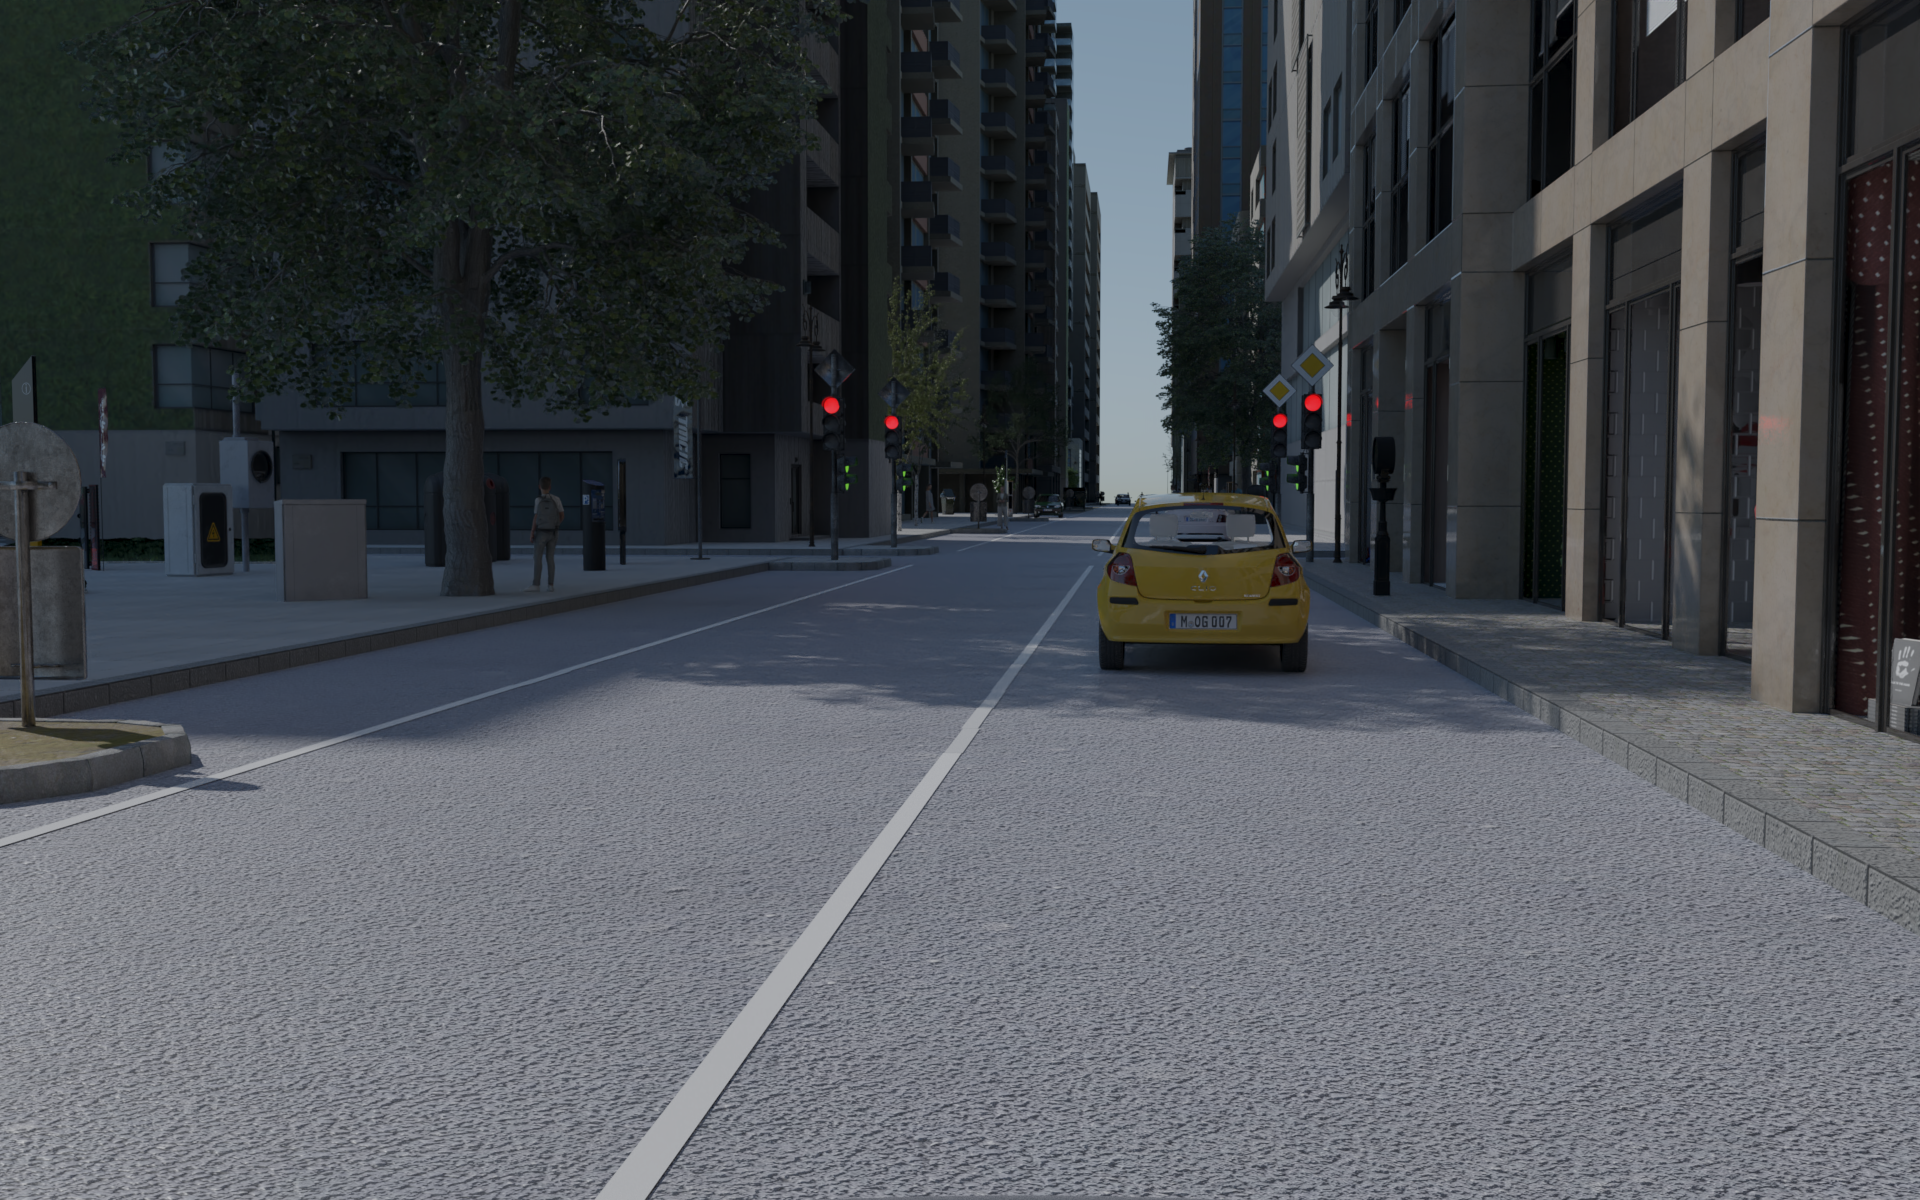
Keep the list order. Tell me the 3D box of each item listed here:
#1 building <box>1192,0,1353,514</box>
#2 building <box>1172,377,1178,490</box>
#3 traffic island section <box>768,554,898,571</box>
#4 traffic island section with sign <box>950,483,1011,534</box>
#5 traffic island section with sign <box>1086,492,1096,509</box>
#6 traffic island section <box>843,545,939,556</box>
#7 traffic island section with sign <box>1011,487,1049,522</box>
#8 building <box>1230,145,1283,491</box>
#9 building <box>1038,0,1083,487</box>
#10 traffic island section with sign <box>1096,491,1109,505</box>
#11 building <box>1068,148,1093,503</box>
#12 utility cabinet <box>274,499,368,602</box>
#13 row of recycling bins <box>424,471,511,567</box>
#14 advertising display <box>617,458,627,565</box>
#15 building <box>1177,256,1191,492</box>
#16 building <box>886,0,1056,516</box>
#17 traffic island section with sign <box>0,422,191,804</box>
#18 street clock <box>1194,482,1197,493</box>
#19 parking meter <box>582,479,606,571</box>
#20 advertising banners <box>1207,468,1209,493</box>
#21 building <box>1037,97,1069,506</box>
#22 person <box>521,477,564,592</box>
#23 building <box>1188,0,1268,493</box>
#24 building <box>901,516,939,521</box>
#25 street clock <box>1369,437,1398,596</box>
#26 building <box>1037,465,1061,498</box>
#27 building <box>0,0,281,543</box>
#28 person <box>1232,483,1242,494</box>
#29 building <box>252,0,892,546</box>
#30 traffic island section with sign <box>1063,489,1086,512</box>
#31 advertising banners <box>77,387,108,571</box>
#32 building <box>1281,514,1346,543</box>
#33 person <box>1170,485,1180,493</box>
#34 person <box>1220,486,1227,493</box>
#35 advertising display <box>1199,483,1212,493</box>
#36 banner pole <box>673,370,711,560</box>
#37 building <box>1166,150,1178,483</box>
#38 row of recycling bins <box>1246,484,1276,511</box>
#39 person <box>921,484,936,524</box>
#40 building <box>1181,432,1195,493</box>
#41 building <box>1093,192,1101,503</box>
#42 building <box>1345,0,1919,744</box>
[{"bbox_3d":[33.037,-33.907,143.623,28.713,52.752,27.495,0,4,6],"label":"building"},{"bbox_3d":[42.448,-23.594,230.800,27.650,21.520,28.899,0,4,6],"label":"building"},{"bbox_3d":[-2.458,-0.699,33.703,2.009,0.180,2.903,0,4,6],"label":"traffic island section"},{"bbox_3d":[0.716,-3.354,63.464,1.989,1.847,2.006,0,4,6],"label":"traffic island section with sign"},{"bbox_3d":[11.897,-9.744,167.942,1.989,1.847,2.006,0,4,6],"label":"traffic island section with sign"},{"bbox_3d":[-1.609,-1.184,41.643,2.009,0.180,2.903,0,4,6],"label":"traffic island section"},{"bbox_3d":[3.657,-5.031,90.892,1.989,1.847,2.006,0,4,6],"label":"traffic island section with sign"},{"bbox_3d":[30.160,-15.532,98.994,27.650,21.520,28.899,0,4,6],"label":"building"},{"bbox_3d":[4.334,-55.141,214.229,22.319,86.520,31.000,0,4,6],"label":"building"},{"bbox_3d":[17.752,-13.094,222.707,1.989,1.847,2.006,0,4,6],"label":"traffic island section with sign"},{"bbox_3d":[7.157,-37.812,241.925,21.300,48.544,21.600,0,4,6],"label":"building"},{"bbox_3d":[-7.738,-0.601,20.982,1.020,1.237,0.306,-3,5,-41],"label":"utility cabinet"},{"bbox_3d":[-9.155,-1.530,32.136,1.069,1.692,3.534,0,4,-1],"label":"row of recycling bins"},{"bbox_3d":[-6.188,-1.620,31.708,0.123,1.923,0.974,-1,4,-13],"label":"advertising display"},{"bbox_3d":[33.491,-26.801,209.896,14.160,30.474,14.107,0,4,6],"label":"building"},{"bbox_3d":[-4.213,-29.195,131.971,22.147,44.769,28.867,0,4,6],"label":"building"},{"bbox_3d":[-5.121,-0.011,8.806,1.989,1.847,2.006,0,4,6],"label":"traffic island section with sign"},{"bbox_3d":[14.085,-6.058,103.611,0.358,2.002,0.471,0,4,7],"label":"street clock"},{"bbox_3d":[-6.133,-1.260,29.018,0.372,1.533,0.369,0,3,0],"label":"parking meter"},{"bbox_3d":[13.562,-6.020,94.621,0.090,3.025,2.074,1,4,10],"label":"advertising banners"},{"bbox_3d":[3.615,-30.023,174.478,14.154,41.232,14.086,0,4,6],"label":"building"},{"bbox_3d":[-5.473,-0.865,22.774,0.523,1.515,0.503,1,4,13],"label":"person"},{"bbox_3d":[23.840,-28.978,123.903,14.600,45.320,14.200,0,4,6],"label":"building"},{"bbox_3d":[-11.642,-26.488,87.697,22.147,44.769,28.867,0,4,6],"label":"building"},{"bbox_3d":[5.344,-1.059,21.893,0.358,2.002,0.471,0,4,5],"label":"street clock"},{"bbox_3d":[-1.252,-43.890,155.857,20.563,71.187,20.611,0,4,6],"label":"building"},{"bbox_3d":[-25.197,-22.405,49.922,14.086,41.232,14.154,0,4,6],"label":"building"},{"bbox_3d":[13.683,-4.845,85.271,0.660,1.820,0.620,2,4,31],"label":"person"},{"bbox_3d":[-9.861,-16.921,48.365,14.160,30.474,14.107,0,4,6],"label":"building"},{"bbox_3d":[9.034,-8.105,141.138,1.989,1.847,2.006,0,4,6],"label":"traffic island section with sign"},{"bbox_3d":[-14.565,-2.013,29.097,0.090,3.025,2.074,-3,4,-39],"label":"advertising banners"},{"bbox_3d":[23.126,-28.220,50.633,27.495,52.752,28.713,0,4,6],"label":"building"},{"bbox_3d":[9.186,-4.011,74.051,0.822,1.834,0.622,1,4,22],"label":"person"},{"bbox_3d":[17.187,-6.492,112.286,0.694,1.812,0.767,1,4,14],"label":"person"},{"bbox_3d":[14.810,-6.066,104.390,0.974,1.923,0.123,-3,4,-37],"label":"advertising display"},{"bbox_3d":[-5.296,-2.688,33.970,0.863,3.779,0.401,2,4,29],"label":"banner pole"},{"bbox_3d":[45.189,-40.894,257.858,28.713,52.752,27.495,0,4,6],"label":"building"},{"bbox_3d":[13.361,-4.156,75.061,1.069,1.692,3.534,2,4,35],"label":"row of recycling bins"},{"bbox_3d":[-1.360,-4.165,74.891,0.760,1.731,0.466,-3,5,-44],"label":"person"},{"bbox_3d":[33.924,-52.591,172.531,22.319,86.520,31.000,0,4,6],"label":"building"},{"bbox_3d":[10.433,-39.149,263.787,21.300,48.544,21.600,0,4,6],"label":"building"},{"bbox_3d":[15.050,-12.824,14.184,19.350,26.468,34.151,0,4,6],"label":"building"}]
